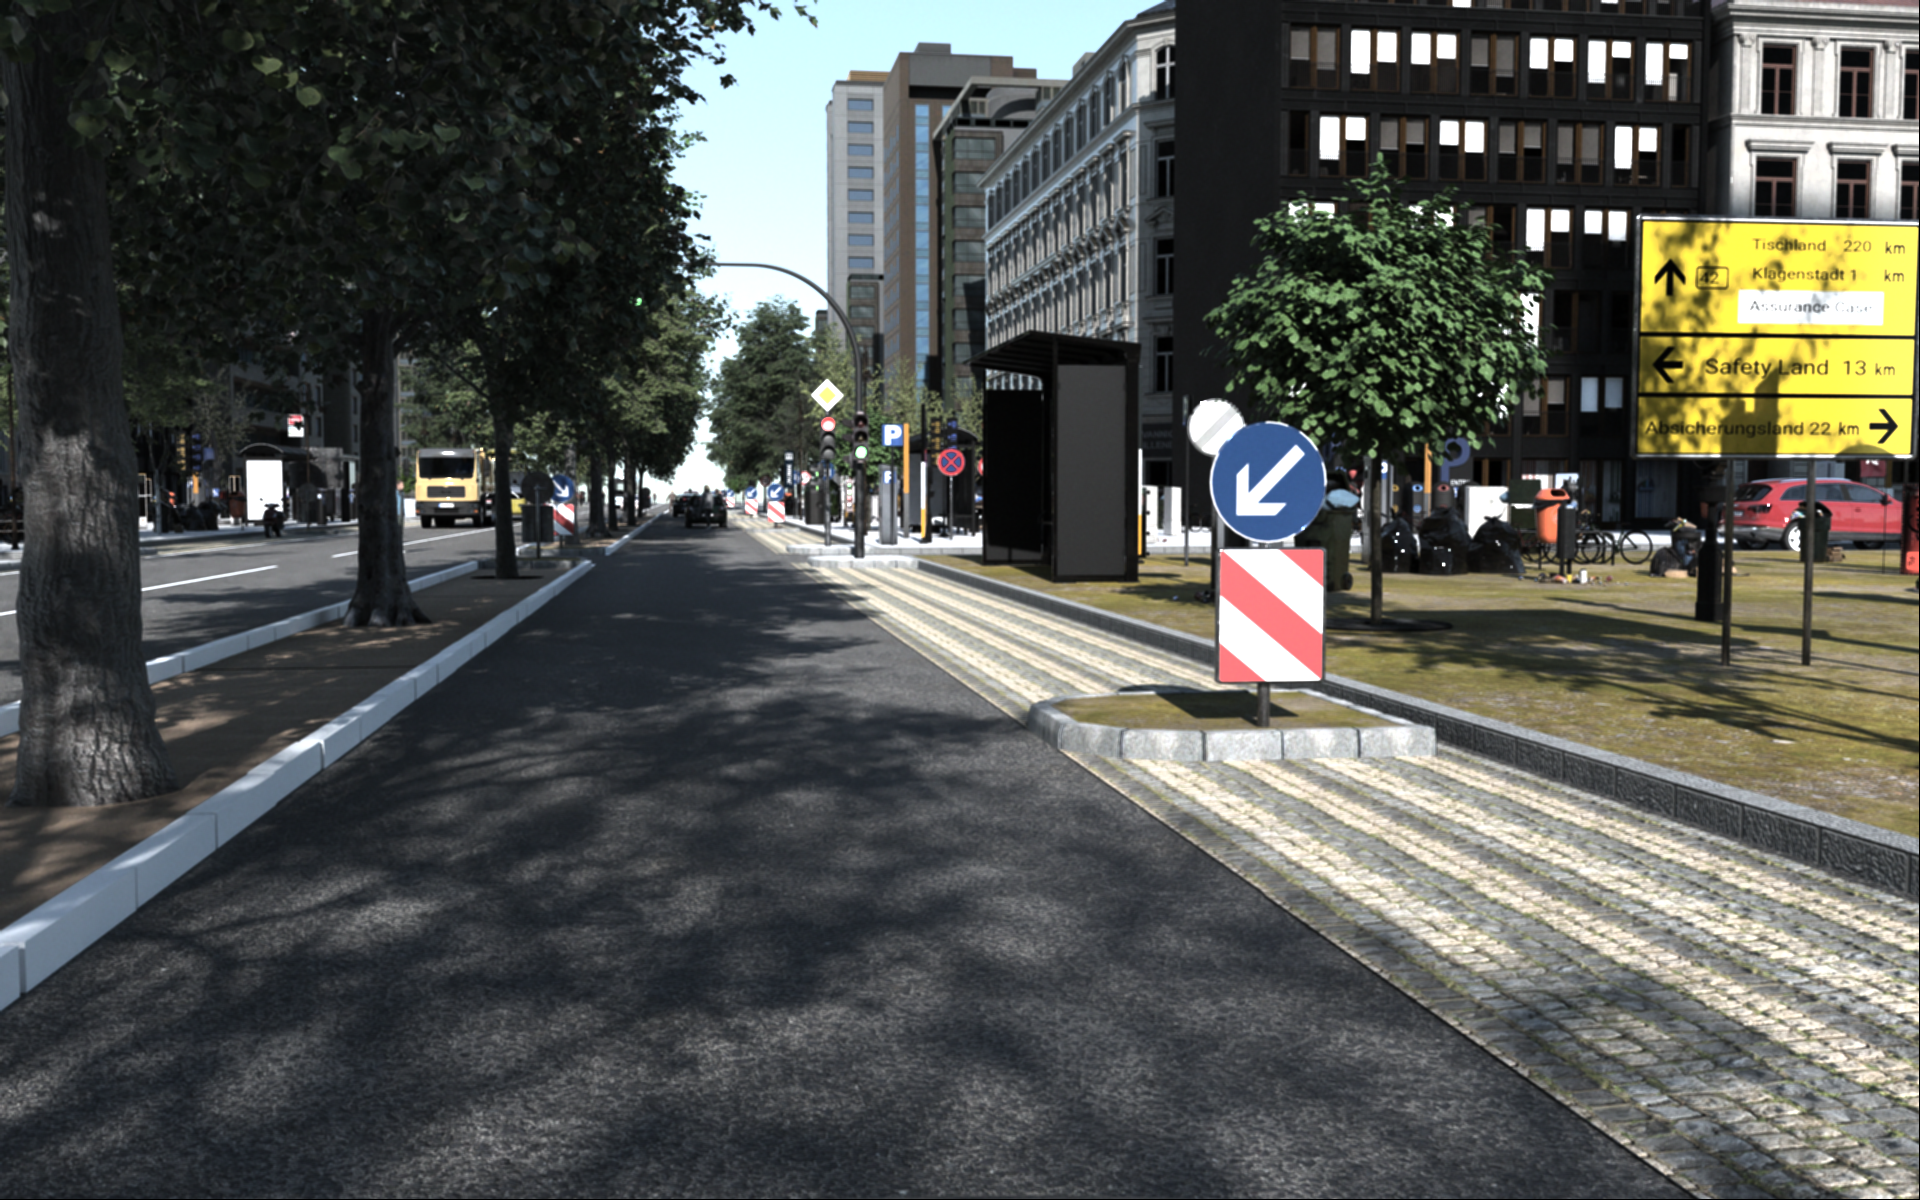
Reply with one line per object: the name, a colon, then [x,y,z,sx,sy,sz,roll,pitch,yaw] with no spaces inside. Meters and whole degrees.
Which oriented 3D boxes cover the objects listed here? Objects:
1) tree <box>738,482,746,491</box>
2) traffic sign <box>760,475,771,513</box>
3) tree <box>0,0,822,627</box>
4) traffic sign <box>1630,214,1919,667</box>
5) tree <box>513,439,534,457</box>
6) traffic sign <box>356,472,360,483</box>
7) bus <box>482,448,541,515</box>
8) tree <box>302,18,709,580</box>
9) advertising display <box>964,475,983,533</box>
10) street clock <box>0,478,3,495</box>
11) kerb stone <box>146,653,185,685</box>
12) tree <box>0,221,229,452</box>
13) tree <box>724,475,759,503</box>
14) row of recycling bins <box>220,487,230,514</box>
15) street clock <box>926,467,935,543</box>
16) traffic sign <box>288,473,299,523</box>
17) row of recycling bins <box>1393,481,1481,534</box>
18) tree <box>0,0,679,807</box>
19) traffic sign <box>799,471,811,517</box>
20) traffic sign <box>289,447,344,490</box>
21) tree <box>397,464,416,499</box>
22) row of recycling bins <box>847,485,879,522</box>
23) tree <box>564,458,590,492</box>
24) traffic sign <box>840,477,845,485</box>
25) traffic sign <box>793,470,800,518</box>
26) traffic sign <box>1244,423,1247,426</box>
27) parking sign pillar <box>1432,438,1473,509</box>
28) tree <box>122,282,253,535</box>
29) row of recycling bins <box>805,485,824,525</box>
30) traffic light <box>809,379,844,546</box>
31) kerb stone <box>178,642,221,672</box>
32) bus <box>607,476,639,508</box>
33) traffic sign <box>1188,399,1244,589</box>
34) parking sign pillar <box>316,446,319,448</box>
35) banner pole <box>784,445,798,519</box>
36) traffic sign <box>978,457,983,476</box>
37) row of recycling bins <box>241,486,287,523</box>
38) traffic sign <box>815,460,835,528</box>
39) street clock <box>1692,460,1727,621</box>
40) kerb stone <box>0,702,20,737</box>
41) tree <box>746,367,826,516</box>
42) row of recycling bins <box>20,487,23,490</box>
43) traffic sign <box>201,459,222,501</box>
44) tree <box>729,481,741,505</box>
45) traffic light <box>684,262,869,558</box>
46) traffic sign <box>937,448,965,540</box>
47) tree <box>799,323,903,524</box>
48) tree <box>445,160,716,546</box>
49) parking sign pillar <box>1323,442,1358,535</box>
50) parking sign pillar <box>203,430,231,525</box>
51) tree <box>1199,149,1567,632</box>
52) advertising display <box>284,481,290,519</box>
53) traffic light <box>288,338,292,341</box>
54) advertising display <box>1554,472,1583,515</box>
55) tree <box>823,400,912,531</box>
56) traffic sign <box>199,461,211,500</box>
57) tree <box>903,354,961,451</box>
tree: [-21.581,-14.105,180.975,4.360,8.622,3.978,0,3,0]
traffic sign: [-13.192,-7.186,117.597,0.768,2.556,0.104,0,4,-7]
tree: [-6.318,-6.058,18.507,9.611,12.733,9.660,0,3,0]
traffic sign: [6.017,-1.159,12.821,2.265,3.308,0.079,0,4,-7]
tree: [-39.737,-12.343,152.167,4.737,8.622,4.395,0,3,0]
traffic sign: [-33.741,-5.982,97.919,0.768,2.556,0.104,0,4,-4]
bus: [-24.795,-6.361,95.549,2.896,3.916,12.252,-1,4,-10]
tree: [-7.759,-6.159,28.909,9.928,11.665,9.643,0,3,0]
advertising display: [0.481,-3.206,57.639,0.974,1.923,0.123,3,5,42]
street clock: [-39.316,-4.044,70.688,0.471,2.002,0.358,-2,4,-26]
kerb stone: [-6.160,0.547,13.252,0.120,0.150,1.000,-1,4,-9]
tree: [-23.719,-7.868,46.774,7.486,12.596,7.792,0,3,0]
tree: [-24.799,-13.336,201.762,4.285,4.588,4.351,0,3,0]
row of recycling bins: [-41.169,-5.488,96.840,3.534,1.692,1.069,-2,4,-35]
street clock: [-0.832,-2.512,45.646,0.358,2.002,0.471,0,4,-1]
traffic sign: [-29.679,-4.737,77.552,0.768,2.556,0.104,0,4,-1]
row of recycling bins: [15.072,-2.980,55.843,3.534,1.692,1.069,0,4,1]
tree: [-4.060,-6.028,7.668,9.857,13.997,8.962,0,3,0]
traffic sign: [-8.628,-5.878,96.206,0.768,2.556,0.104,0,4,-2]
traffic sign: [-28.146,-5.007,75.733,2.265,3.308,0.079,-1,4,-8]
tree: [-31.024,-6.293,97.496,1.663,3.219,1.824,0,3,0]
row of recycling bins: [-4.232,-4.513,80.898,1.069,1.692,3.534,2,4,28]
tree: [-52.921,-17.657,239.053,4.737,8.622,4.395,0,3,0]
traffic sign: [-6.737,-6.348,103.797,0.884,2.594,0.081,0,4,-5]
traffic sign: [-8.790,-5.611,91.840,0.768,2.556,0.104,0,4,-8]
traffic sign: [4.755,-1.836,30.125,0.768,2.556,0.104,0,4,-7]
parking sign pillar: [16.653,-4.285,58.524,1.447,3.967,1.447,-1,4,-13]
tree: [-25.239,-6.341,54.037,4.360,8.622,3.978,0,3,0]
row of recycling bins: [-6.116,-4.084,73.887,1.069,1.692,3.534,0,4,-5]
traffic light: [-3.264,-3.273,42.431,0.839,4.253,0.868,-1,4,-9]
kerb stone: [-6.309,0.485,14.271,0.120,0.150,1.000,-1,4,-9]
bus: [-33.237,-10.832,171.956,2.948,3.499,13.247,-1,4,-9]
traffic sign: [3.424,-1.418,23.285,0.768,2.556,0.104,0,4,-4]
parking sign pillar: [-35.905,-6.630,96.867,1.447,3.967,1.447,-2,4,-35]
banner pole: [-8.513,-5.989,87.943,0.863,3.779,0.401,-1,4,-13]
traffic sign: [0.965,-3.433,56.236,0.768,2.556,0.104,0,4,1]
row of recycling bins: [-31.752,-4.400,79.046,1.069,1.692,3.534,0,4,4]
traffic sign: [-5.104,-4.001,65.514,0.768,2.556,0.104,0,4,-6]
street clock: [7.603,-0.792,17.525,0.358,2.002,0.471,-1,4,-11]
kerb stone: [-5.688,0.733,10.218,0.120,0.150,1.000,-1,4,-9]
tree: [-9.280,-9.155,100.041,4.360,8.622,3.978,0,3,0]
row of recycling bins: [-41.334,-4.321,77.759,1.069,1.692,3.534,-1,4,-11]
traffic sign: [-27.417,-3.875,63.468,0.768,2.556,0.104,0,4,-7]
tree: [-26.435,-12.928,205.974,1.663,3.219,1.824,0,3,0]
traffic light: [-4.093,-3.634,34.080,4.771,5.953,1.251,-1,4,-9]
traffic sign: [-0.244,-2.937,48.127,0.768,2.556,0.104,0,4,-2]
tree: [-4.960,-7.567,74.079,4.737,8.622,4.395,0,3,0]
tree: [-10.608,-7.751,47.307,7.486,12.596,7.792,0,3,0]
parking sign pillar: [11.780,-4.031,54.378,1.447,3.967,1.447,0,4,-3]
parking sign pillar: [-31.200,-5.124,72.244,1.447,3.967,1.447,-2,4,-30]
tree: [4.032,-2.021,16.765,4.285,4.588,4.351,0,3,0]
advertising display: [-34.895,-5.112,88.796,0.974,1.923,0.123,-2,4,-27]
traffic light: [-17.772,-4.009,40.208,4.771,5.953,1.251,-1,4,-9]
advertising display: [17.610,-2.751,50.192,0.123,1.923,0.974,-2,4,-26]
tree: [-3.094,-4.690,60.397,4.285,4.588,4.351,0,3,0]
traffic sign: [-28.037,-3.950,64.685,0.768,2.556,0.104,0,4,0]
tree: [-2.596,-8.558,90.279,4.737,8.622,4.395,0,3,0]
